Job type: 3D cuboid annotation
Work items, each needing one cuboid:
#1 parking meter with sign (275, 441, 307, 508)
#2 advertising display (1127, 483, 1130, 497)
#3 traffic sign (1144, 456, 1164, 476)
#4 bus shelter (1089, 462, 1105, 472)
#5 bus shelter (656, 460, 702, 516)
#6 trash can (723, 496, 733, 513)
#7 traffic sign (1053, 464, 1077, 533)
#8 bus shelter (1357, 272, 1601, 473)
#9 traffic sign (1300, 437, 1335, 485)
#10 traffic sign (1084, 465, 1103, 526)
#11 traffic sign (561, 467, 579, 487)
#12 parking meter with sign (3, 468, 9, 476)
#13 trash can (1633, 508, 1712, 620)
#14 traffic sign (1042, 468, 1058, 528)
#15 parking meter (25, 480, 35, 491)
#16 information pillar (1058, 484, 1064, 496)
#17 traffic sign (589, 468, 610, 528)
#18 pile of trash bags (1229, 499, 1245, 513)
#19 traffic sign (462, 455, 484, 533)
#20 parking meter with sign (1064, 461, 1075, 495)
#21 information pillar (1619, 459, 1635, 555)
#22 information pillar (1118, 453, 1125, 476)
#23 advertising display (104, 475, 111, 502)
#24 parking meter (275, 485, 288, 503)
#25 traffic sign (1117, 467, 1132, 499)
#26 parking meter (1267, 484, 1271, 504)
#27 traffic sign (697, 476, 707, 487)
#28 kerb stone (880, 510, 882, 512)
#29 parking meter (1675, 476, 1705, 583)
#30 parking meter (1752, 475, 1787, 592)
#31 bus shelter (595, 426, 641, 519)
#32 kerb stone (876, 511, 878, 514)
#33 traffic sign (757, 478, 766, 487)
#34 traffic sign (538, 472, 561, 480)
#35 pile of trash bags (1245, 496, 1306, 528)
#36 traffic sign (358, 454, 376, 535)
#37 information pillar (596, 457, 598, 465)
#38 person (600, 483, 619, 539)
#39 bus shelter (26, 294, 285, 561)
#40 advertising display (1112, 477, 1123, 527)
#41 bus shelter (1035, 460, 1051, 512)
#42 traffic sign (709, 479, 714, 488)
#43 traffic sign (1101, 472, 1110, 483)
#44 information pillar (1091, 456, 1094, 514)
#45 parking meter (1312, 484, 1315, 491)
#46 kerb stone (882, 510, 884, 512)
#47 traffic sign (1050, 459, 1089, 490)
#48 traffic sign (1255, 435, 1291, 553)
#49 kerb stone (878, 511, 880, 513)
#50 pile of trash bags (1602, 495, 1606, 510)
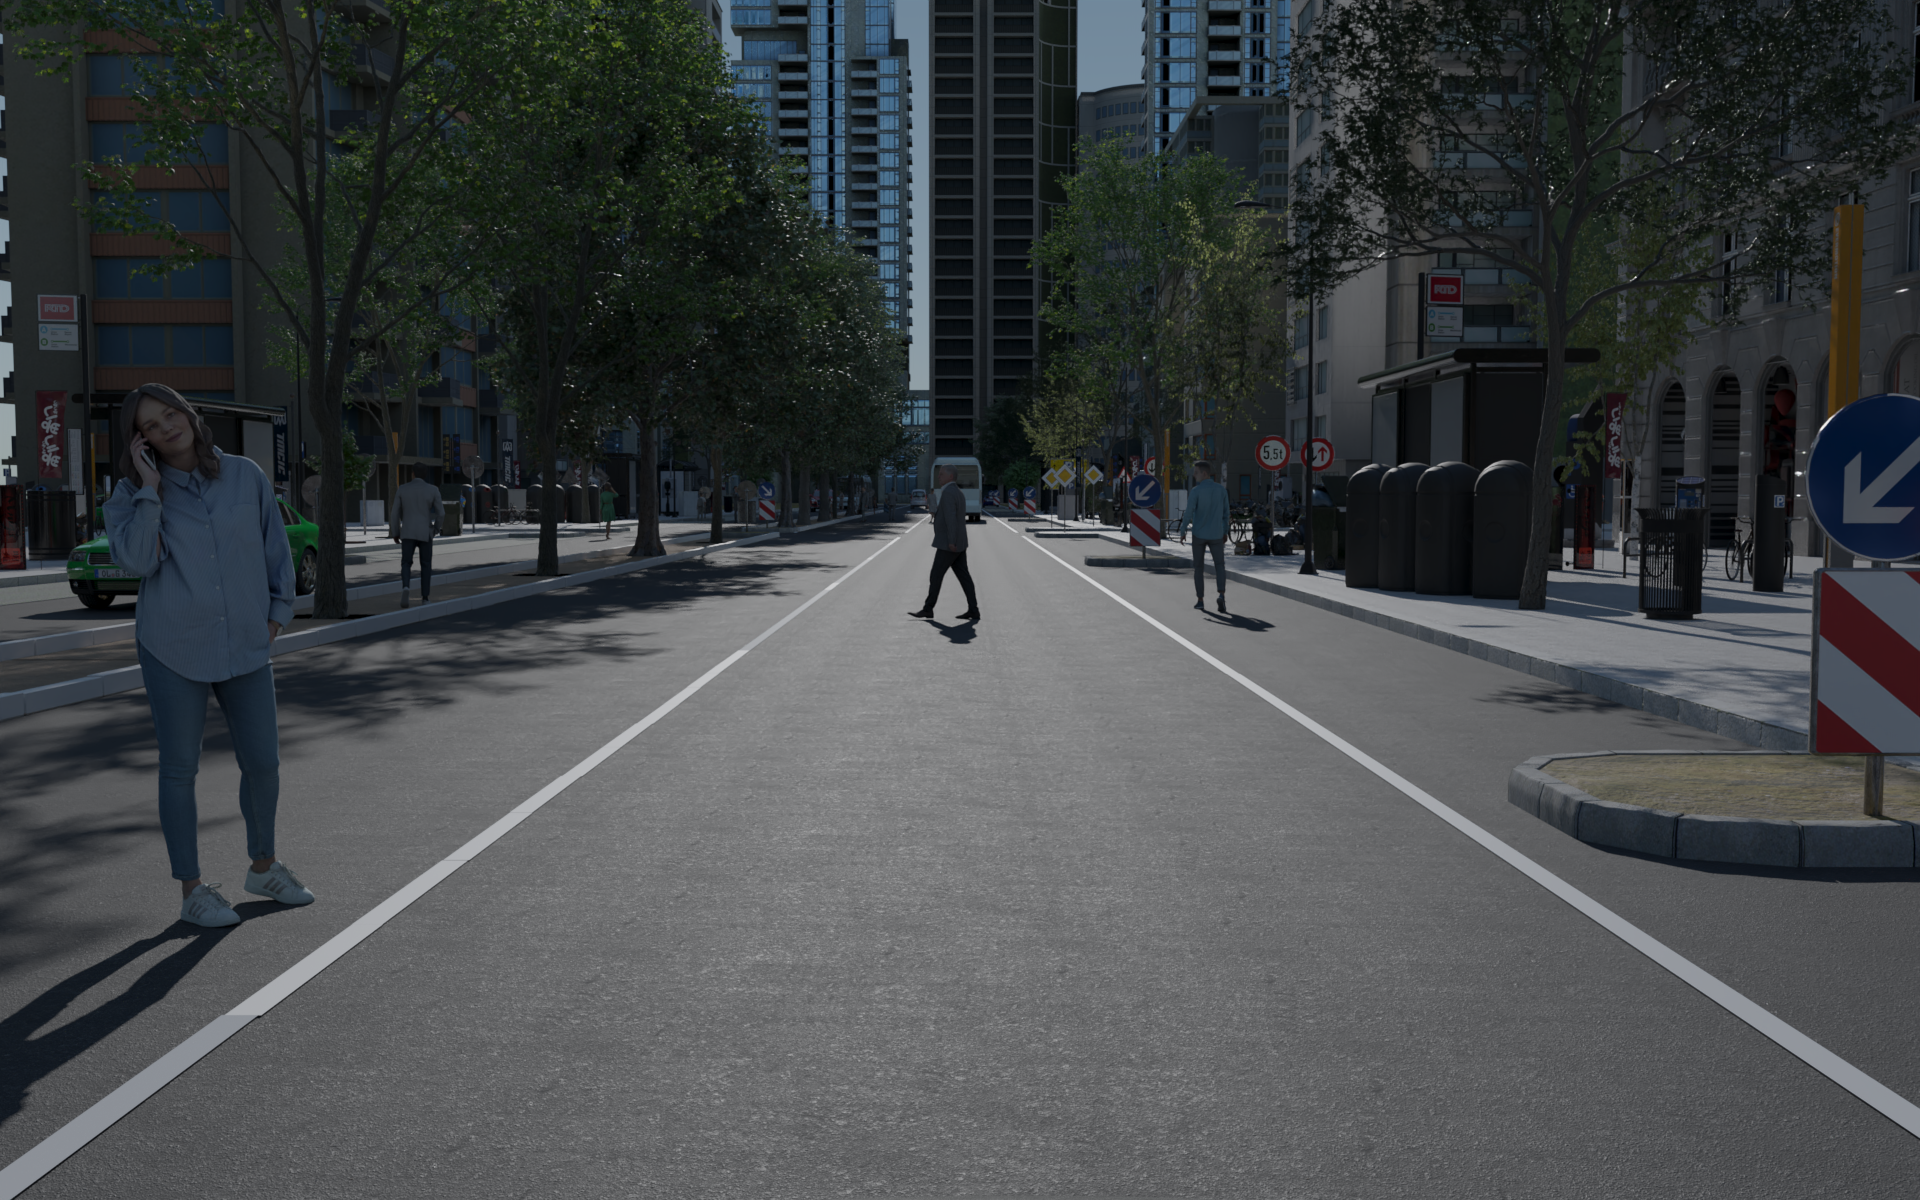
[{"bbox_3d":[-22.495,-3.722,57.116,1.738,3.016,0.543,-3,4,-36],"label":"parking meter with sign"},{"bbox_3d":[8.680,-5.298,91.841,0.974,1.923,0.123,3,4,38],"label":"advertising display"},{"bbox_3d":[6.572,-3.560,58.318,0.768,2.556,0.104,0,4,7],"label":"traffic sign"},{"bbox_3d":[8.405,-7.163,111.041,2.014,3.302,5.546,0,3,0],"label":"bus shelter"},{"bbox_3d":[-16.949,-6.747,104.242,2.014,3.302,5.546,0,3,0],"label":"bus shelter"},{"bbox_3d":[-16.037,-6.618,119.864,0.748,1.137,0.748,0,3,0],"label":"trash can"},{"bbox_3d":[3.476,-3.293,57.479,0.795,2.450,0.064,0,3,0],"label":"traffic sign"},{"bbox_3d":[8.129,-3.151,29.149,2.179,5.291,8.768,0,3,0],"label":"bus shelter"},{"bbox_3d":[8.007,-2.372,38.881,0.768,2.556,0.104,0,4,6],"label":"traffic sign"},{"bbox_3d":[5.280,-4.118,68.522,0.795,2.450,0.064,0,4,4],"label":"traffic sign"},{"bbox_3d":[-18.544,-5.037,82.356,0.884,2.594,0.081,0,4,0],"label":"traffic sign"},{"bbox_3d":[-63.930,-7.403,117.303,1.738,3.016,0.543,2,4,25],"label":"parking meter with sign"},{"bbox_3d":[7.312,-0.377,17.814,0.748,1.137,0.748,0,3,0],"label":"trash can"},{"bbox_3d":[3.470,-3.781,65.464,0.795,2.450,0.064,0,3,0],"label":"traffic sign"},{"bbox_3d":[-39.520,-4.152,73.600,0.399,1.863,0.255,-2,4,-30],"label":"parking meter"},{"bbox_3d":[5.503,-5.423,93.157,0.304,2.012,0.304,-2,4,-35],"label":"information pillar"},{"bbox_3d":[-13.625,-3.782,65.470,0.795,2.450,0.064,0,3,0],"label":"traffic sign"},{"bbox_3d":[12.275,-4.307,80.170,1.912,1.369,3.447,-3,4,-36],"label":"pile of trash bags"},{"bbox_3d":[-16.022,-3.479,56.982,0.768,2.556,0.104,0,4,6],"label":"traffic sign"},{"bbox_3d":[5.769,-5.780,90.771,0.543,3.016,1.738,0,4,-1],"label":"parking meter with sign"},{"bbox_3d":[14.103,-1.959,36.523,0.304,2.012,0.304,1,4,9],"label":"information pillar"},{"bbox_3d":[9.179,-6.536,98.224,0.504,3.616,0.183,3,4,36],"label":"information pillar"},{"bbox_3d":[-28.189,-3.239,58.169,0.974,1.923,0.123,-3,4,-38],"label":"advertising display"},{"bbox_3d":[-19.581,-2.542,49.968,0.372,1.533,0.369,0,3,0],"label":"parking meter"},{"bbox_3d":[7.751,-5.012,81.947,0.884,2.594,0.081,0,4,1],"label":"traffic sign"},{"bbox_3d":[18.628,-6.010,103.981,0.399,1.863,0.255,-1,4,-23],"label":"parking meter"},{"bbox_3d":[-17.822,-7.326,119.887,0.768,2.556,0.104,1,4,8],"label":"traffic sign"},{"bbox_3d":[-6.217,-6.729,132.217,0.120,0.150,1.000,0,3,0],"label":"kerb stone"},{"bbox_3d":[10.167,-0.962,24.148,0.372,1.533,0.369,0,3,0],"label":"parking meter"},{"bbox_3d":[10.644,-0.878,22.773,0.372,1.533,0.369,0,3,0],"label":"parking meter"},{"bbox_3d":[-17.679,-6.836,89.394,2.179,5.291,8.768,0,3,0],"label":"bus shelter"},{"bbox_3d":[-6.204,-6.290,125.034,0.120,0.150,1.000,0,3,0],"label":"kerb stone"},{"bbox_3d":[-15.921,-8.479,138.743,0.768,2.556,0.104,0,4,2],"label":"traffic sign"},{"bbox_3d":[-13.618,-3.293,57.485,0.795,2.450,0.064,0,3,0],"label":"traffic sign"},{"bbox_3d":[12.988,-3.466,66.415,3.447,1.369,1.912,0,4,-7],"label":"pile of trash bags"},{"bbox_3d":[-18.750,-3.327,54.502,0.768,2.556,0.104,0,4,8],"label":"traffic sign"},{"bbox_3d":[-22.718,-7.114,107.663,0.504,3.616,0.183,-1,4,-19],"label":"information pillar"},{"bbox_3d":[-11.157,-2.820,54.851,0.600,1.795,0.529,0,4,6],"label":"person"},{"bbox_3d":[-17.385,-3.660,37.476,2.179,5.291,8.768,0,3,0],"label":"bus shelter"},{"bbox_3d":[6.153,-3.813,67.558,0.123,1.923,0.974,-1,4,-13],"label":"advertising display"},{"bbox_3d":[6.268,-7.926,120.879,1.731,3.624,6.357,0,3,0],"label":"bus shelter"},{"bbox_3d":[-16.720,-7.058,117.524,0.606,2.300,0.079,0,4,3],"label":"traffic sign"},{"bbox_3d":[8.222,-6.057,99.135,0.768,2.556,0.104,0,4,0],"label":"traffic sign"},{"bbox_3d":[8.173,-7.084,107.174,0.183,3.616,0.504,0,4,-7],"label":"information pillar"},{"bbox_3d":[8.723,-2.059,42.084,0.372,1.533,0.369,0,3,0],"label":"parking meter"},{"bbox_3d":[-6.204,-6.850,134.268,0.120,0.150,1.000,0,3,0],"label":"kerb stone"},{"bbox_3d":[6.278,-6.452,99.361,2.265,3.308,0.079,0,4,5],"label":"traffic sign"},{"bbox_3d":[6.787,-2.294,37.611,0.768,2.556,0.104,1,4,9],"label":"traffic sign"},{"bbox_3d":[-6.206,-6.475,128.108,0.120,0.150,1.000,0,3,0],"label":"kerb stone"},{"bbox_3d":[16.305,-2.341,48.031,3.447,1.369,1.912,-1,4,-15],"label":"pile of trash bags"}]
